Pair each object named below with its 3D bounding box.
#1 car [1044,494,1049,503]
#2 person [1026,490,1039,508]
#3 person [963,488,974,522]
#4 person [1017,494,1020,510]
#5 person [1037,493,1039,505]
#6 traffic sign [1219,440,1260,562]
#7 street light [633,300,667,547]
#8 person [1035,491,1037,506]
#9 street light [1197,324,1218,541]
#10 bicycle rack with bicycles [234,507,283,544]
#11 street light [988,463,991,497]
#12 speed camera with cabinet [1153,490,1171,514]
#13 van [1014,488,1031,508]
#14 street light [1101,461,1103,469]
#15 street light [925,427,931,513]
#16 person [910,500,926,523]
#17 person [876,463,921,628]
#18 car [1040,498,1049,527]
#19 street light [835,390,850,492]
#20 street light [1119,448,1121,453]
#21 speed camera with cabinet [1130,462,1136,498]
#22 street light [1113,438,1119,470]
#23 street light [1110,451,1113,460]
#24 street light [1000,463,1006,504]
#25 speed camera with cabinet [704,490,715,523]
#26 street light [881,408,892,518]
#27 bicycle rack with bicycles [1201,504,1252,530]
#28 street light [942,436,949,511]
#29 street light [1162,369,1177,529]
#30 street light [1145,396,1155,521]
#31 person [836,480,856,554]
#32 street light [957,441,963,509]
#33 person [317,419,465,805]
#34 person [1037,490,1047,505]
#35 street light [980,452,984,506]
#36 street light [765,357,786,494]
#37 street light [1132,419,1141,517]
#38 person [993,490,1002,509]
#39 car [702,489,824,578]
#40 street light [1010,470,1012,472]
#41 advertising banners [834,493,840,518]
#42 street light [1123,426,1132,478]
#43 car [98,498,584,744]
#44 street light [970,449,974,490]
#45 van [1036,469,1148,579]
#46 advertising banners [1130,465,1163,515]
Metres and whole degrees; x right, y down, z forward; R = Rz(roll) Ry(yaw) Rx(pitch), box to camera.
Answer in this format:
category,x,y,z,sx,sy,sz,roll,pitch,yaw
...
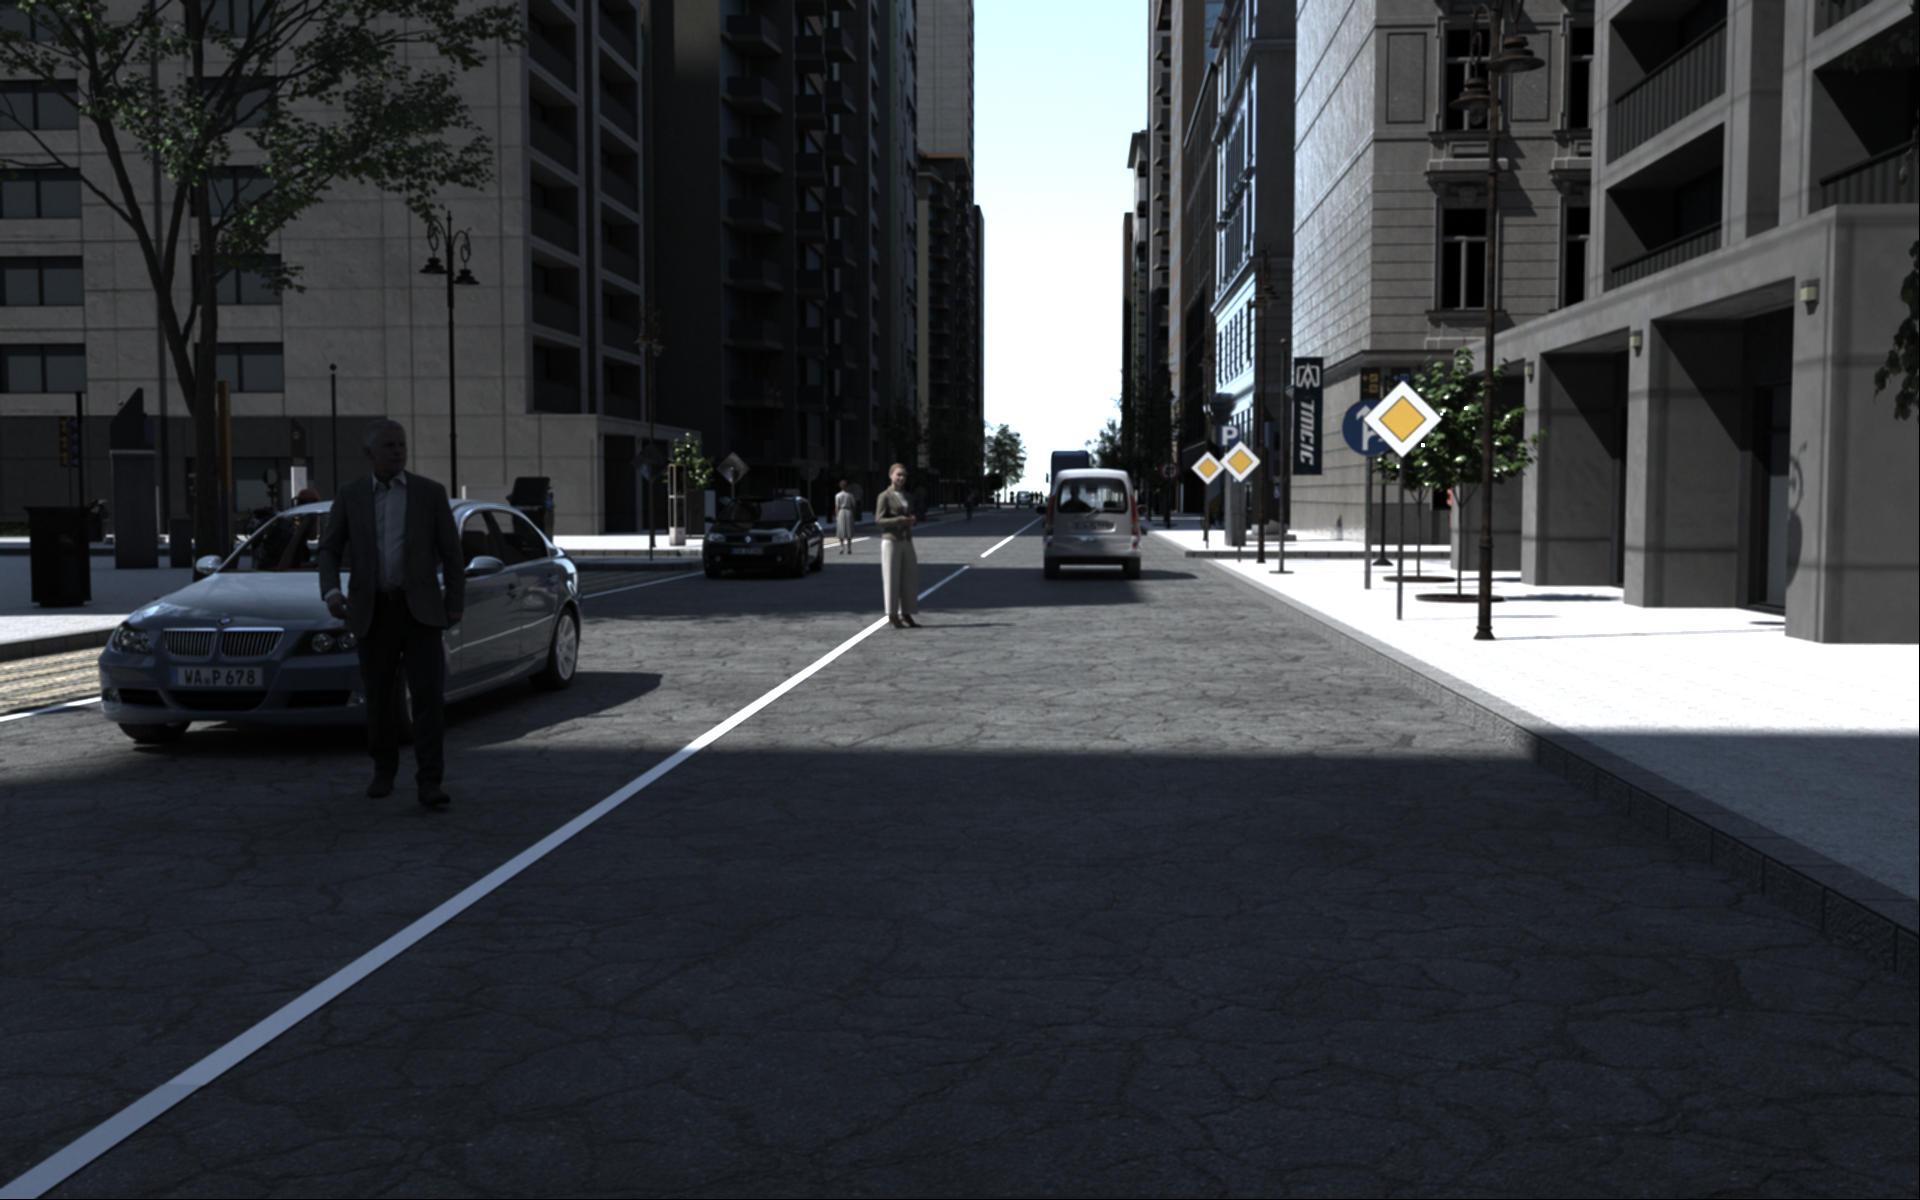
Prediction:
category,x,y,z,sx,sy,sz,roll,pitch,yaw
car,14.118,-16.049,272.616,2.015,1.641,3.980,0,4,2
person,7.278,-10.137,174.205,1.348,1.831,0.705,0,4,3
person,0.480,-4.955,90.111,0.593,1.750,0.643,1,4,16
person,5.378,-8.926,157.663,0.599,1.433,0.991,0,4,-5
person,10.081,-13.281,226.090,0.683,1.767,0.568,2,4,26
traffic sign,5.239,-1.762,32.444,0.795,2.450,0.064,0,4,4
street light,-7.393,-4.202,41.485,0.468,5.910,1.993,0,4,4
person,9.284,-12.408,211.001,0.705,1.869,1.348,0,4,8
street light,6.730,-4.555,47.265,0.468,5.910,1.993,0,4,4
bicycle rack with bicycles,-18.426,-1.987,45.866,2.925,0.926,2.852,-1,4,-20
street light,3.320,-13.959,201.015,0.468,5.910,1.993,0,4,4
speed camera with cabinet,12.698,-6.996,108.719,0.660,3.252,2.038,-1,4,-10
van,6.541,-10.488,178.489,2.013,2.044,4.112,0,4,2
street light,20.919,-17.423,257.658,0.468,5.910,1.993,0,4,4
street light,-2.279,-8.891,118.161,0.468,5.910,1.993,0,4,4
person,-2.053,-4.393,85.820,1.012,1.151,0.738,-2,4,-26
person,-0.642,-0.579,18.523,0.362,1.759,0.519,3,5,43
car,4.585,-3.945,76.863,2.083,1.381,4.827,0,4,3
street light,-5.123,-6.273,75.352,0.468,5.910,1.993,0,4,4
street light,11.894,-9.262,124.224,0.468,5.910,1.993,0,4,4
speed camera with cabinet,10.498,-6.898,107.121,0.660,3.252,2.038,1,4,10
street light,12.905,-10.281,140.883,0.468,5.910,1.993,0,4,4
street light,14.077,-11.330,158.029,0.468,5.910,1.993,0,4,4
street light,5.566,-16.006,234.479,0.468,5.910,1.993,0,4,4
speed camera with cabinet,-11.829,-5.147,78.485,0.660,3.252,2.038,-3,4,-38
street light,-3.938,-7.358,93.097,0.468,5.910,1.993,0,4,4
bicycle rack with bicycles,9.855,-2.945,61.534,2.925,0.926,2.852,-1,4,-22
street light,-1.110,-9.914,134.876,0.468,5.910,1.993,0,4,4
street light,7.757,-5.595,64.259,0.468,5.910,1.993,0,4,4
street light,8.945,-6.643,81.406,0.468,5.910,1.993,0,4,4
person,-2.732,-1.972,41.313,0.480,1.755,0.524,-1,4,-10
street light,0.034,-10.939,151.640,0.468,5.910,1.993,0,4,4
person,-2.612,0.053,8.034,0.661,1.777,0.834,-2,4,-26
person,6.811,-8.227,143.797,0.721,1.735,1.217,-3,5,-40
street light,2.350,-12.989,185.155,0.468,5.910,1.993,0,4,4
street light,-6.244,-5.255,58.700,0.468,5.910,1.993,0,4,4
street light,10.156,-7.666,98.124,0.468,5.910,1.993,0,4,4
person,3.618,-9.628,166.001,0.705,1.814,1.350,3,5,41
car,-3.468,-1.294,30.938,2.009,1.686,4.222,0,4,2
street light,7.869,-18.042,267.779,0.468,5.910,1.993,0,4,4
advertising banners,-6.518,-6.017,94.572,0.090,3.025,2.074,1,4,13
street light,11.282,-8.696,114.969,0.468,5.910,1.993,0,4,4
car,-3.839,0.030,11.519,2.014,1.417,4.499,0,4,4
street light,1.237,-11.970,168.502,0.468,5.910,1.993,0,4,4
van,2.332,-1.446,30.655,2.013,2.044,4.112,0,4,4
advertising banners,11.389,-6.673,105.293,2.074,3.025,0.090,1,4,10
